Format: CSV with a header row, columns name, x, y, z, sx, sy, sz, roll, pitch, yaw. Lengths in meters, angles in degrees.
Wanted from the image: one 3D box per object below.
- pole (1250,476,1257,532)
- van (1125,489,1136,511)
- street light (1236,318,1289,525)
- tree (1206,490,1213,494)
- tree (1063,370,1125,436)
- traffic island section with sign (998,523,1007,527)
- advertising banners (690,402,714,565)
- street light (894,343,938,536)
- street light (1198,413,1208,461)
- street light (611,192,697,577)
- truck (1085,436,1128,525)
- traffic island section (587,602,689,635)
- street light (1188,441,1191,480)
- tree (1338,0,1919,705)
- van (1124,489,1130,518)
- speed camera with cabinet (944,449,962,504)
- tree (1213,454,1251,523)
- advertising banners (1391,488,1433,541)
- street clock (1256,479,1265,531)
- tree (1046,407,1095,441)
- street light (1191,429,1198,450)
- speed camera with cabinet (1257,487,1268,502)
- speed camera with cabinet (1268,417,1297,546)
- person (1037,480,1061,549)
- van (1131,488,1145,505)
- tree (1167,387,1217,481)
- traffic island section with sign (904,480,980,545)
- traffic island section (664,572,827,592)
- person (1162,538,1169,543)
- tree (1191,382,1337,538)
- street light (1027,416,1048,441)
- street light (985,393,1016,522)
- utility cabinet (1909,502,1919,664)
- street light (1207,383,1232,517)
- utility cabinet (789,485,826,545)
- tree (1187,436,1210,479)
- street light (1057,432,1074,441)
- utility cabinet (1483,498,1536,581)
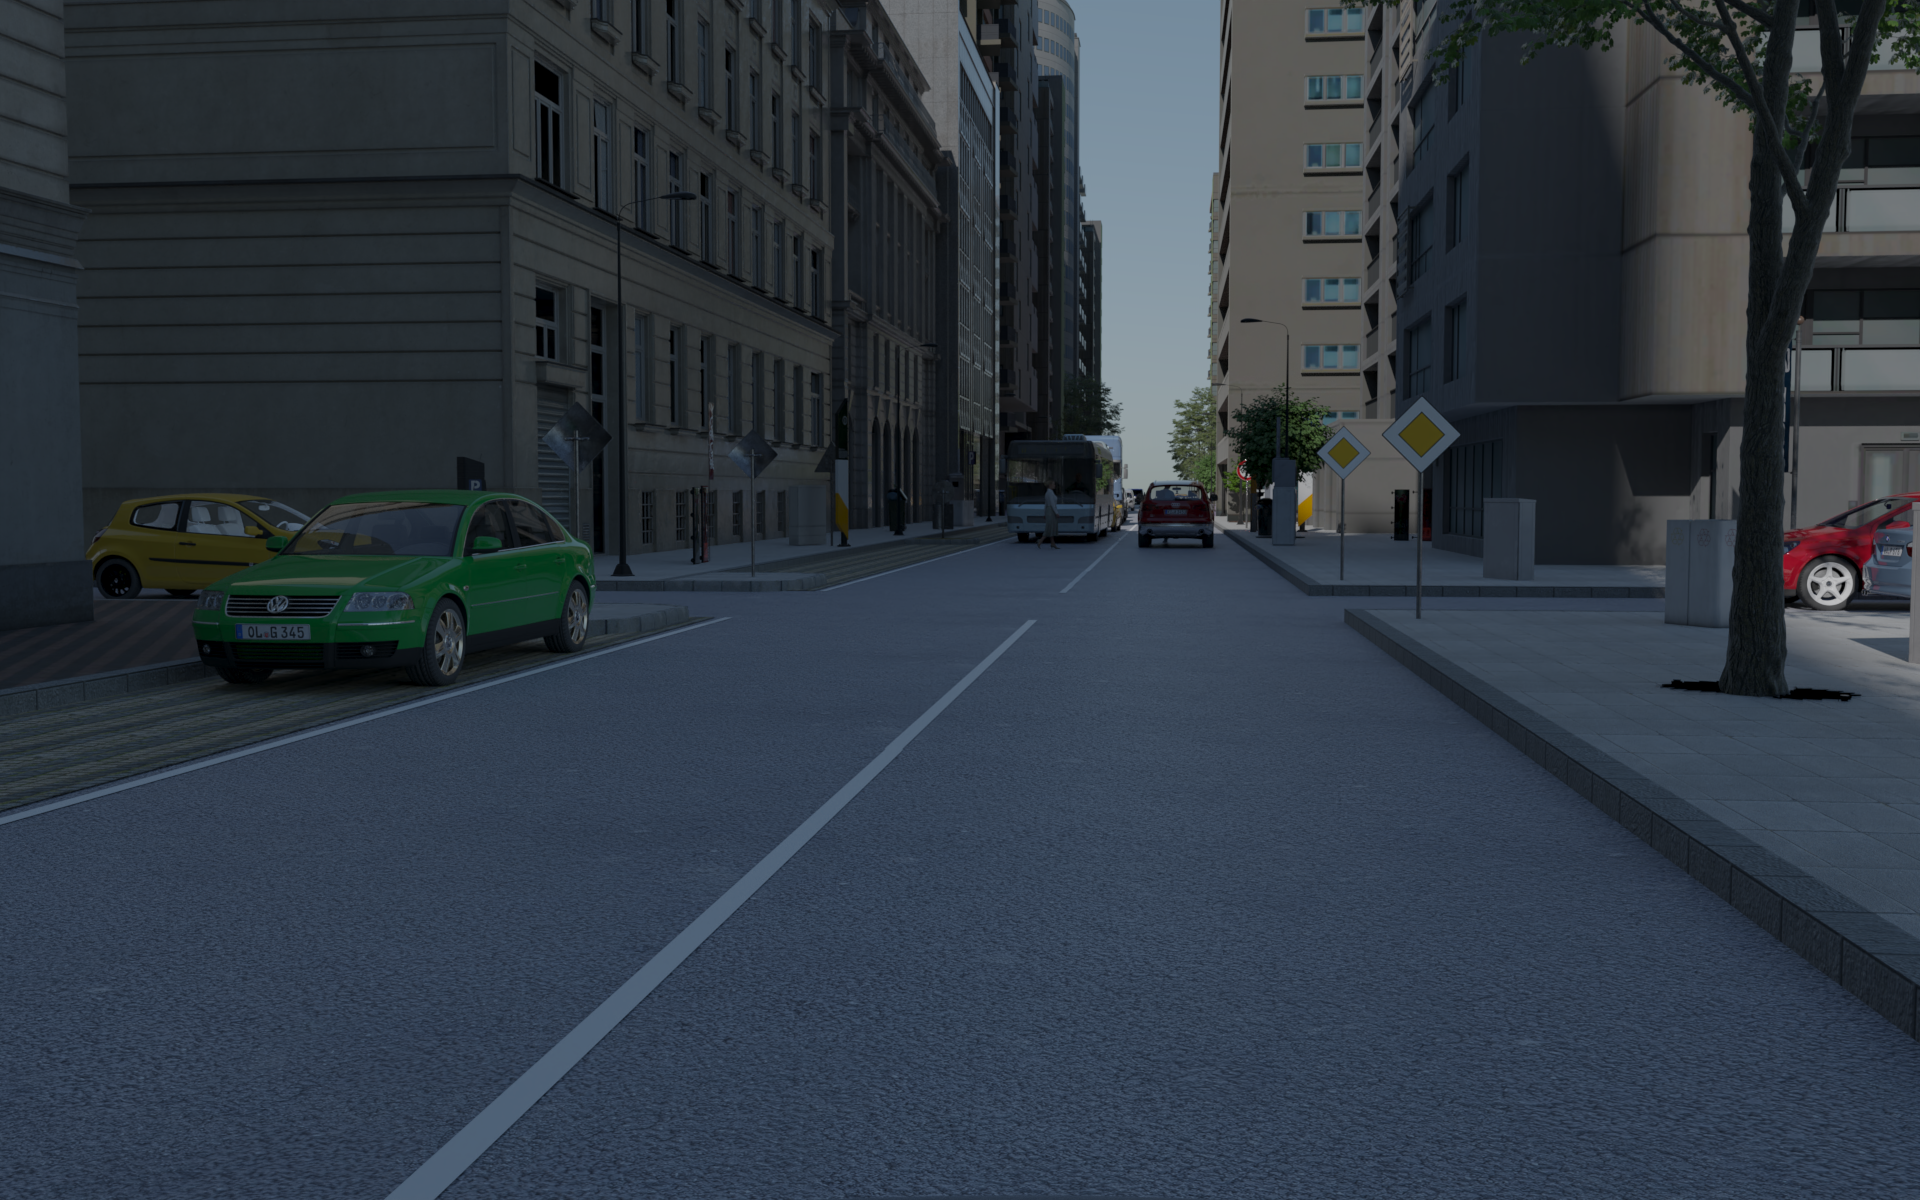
name,x,y,z,sx,sy,sz,roll,pitch,yaw
pole,9.867,-3.935,58.175,0.158,3.312,0.155,0,3,0
van,14.116,-8.655,148.526,2.013,2.044,4.112,0,4,7
street light,8.100,-4.482,45.828,1.470,5.913,1.316,0,4,7
tree,20.504,-8.739,137.483,1.663,3.219,1.824,0,3,0
tree,12.108,-16.603,178.111,9.857,13.997,8.962,0,3,0
traffic island section with sign,2.764,-4.141,76.335,1.989,1.847,2.006,0,4,7
advertising banners,-4.787,-2.212,32.360,0.090,3.025,2.074,0,4,3
street light,-1.366,-4.951,53.495,1.470,5.913,1.316,0,4,7
street light,14.491,-7.735,99.012,1.470,5.913,1.316,0,4,7
street light,-4.734,-3.320,26.816,1.470,5.913,1.316,0,4,7
truck,6.932,-5.865,85.649,2.967,4.110,18.799,0,4,6
traffic island section,-4.187,0.206,18.916,2.009,0.180,2.903,0,4,7
street light,20.527,-10.809,149.276,1.470,5.913,1.316,0,4,7
tree,5.282,-5.198,10.750,9.928,11.665,9.643,0,3,0
van,9.289,-5.968,104.590,2.013,2.044,4.112,0,4,7
speed camera with cabinet,-0.336,-5.020,76.415,0.660,3.252,2.038,0,4,-7
tree,12.628,-5.130,78.471,1.663,3.219,1.824,0,3,0
advertising banners,12.626,-3.106,46.977,0.090,3.025,2.074,-3,5,-43
street clock,10.449,-3.414,60.390,0.471,2.002,0.358,-3,5,-45
tree,9.406,-11.981,146.243,4.737,8.622,4.395,0,3,0
street light,17.277,-9.183,122.690,1.470,5.913,1.316,0,4,7
speed camera with cabinet,11.290,-4.225,63.414,0.660,3.252,2.038,-1,4,-8
speed camera with cabinet,8.235,-3.031,43.885,0.660,3.252,2.038,1,4,11
person,2.301,-2.225,45.108,0.641,1.798,0.478,0,4,4
van,18.934,-11.175,187.099,2.240,2.365,5.245,0,4,8
tree,25.359,-16.170,182.509,7.486,12.596,7.792,0,3,0
traffic island section with sign,-0.476,-2.504,49.574,1.989,1.847,2.006,0,4,7
traffic island section,-3.227,-0.279,26.843,2.009,0.180,2.903,0,4,7
person,6.126,-2.621,51.218,0.638,1.841,0.748,2,4,30
tree,9.324,-4.095,50.670,4.285,4.588,4.351,0,3,0
street light,4.539,-8.001,103.360,1.470,5.913,1.316,0,4,7
street light,1.883,-6.577,80.081,1.470,5.913,1.316,0,4,7
utility cabinet,7.742,-0.119,13.104,1.020,1.237,0.306,-1,4,-10
street light,11.215,-6.109,72.430,1.470,5.913,1.316,0,4,7
utility cabinet,-3.828,-2.125,43.421,0.318,1.500,1.173,2,4,31
tree,29.133,-15.898,210.286,4.737,8.622,4.395,0,3,0
street light,7.866,-9.627,129.936,1.470,5.913,1.316,0,4,7
utility cabinet,8.286,-0.916,26.132,0.306,1.237,1.020,-1,4,-12
